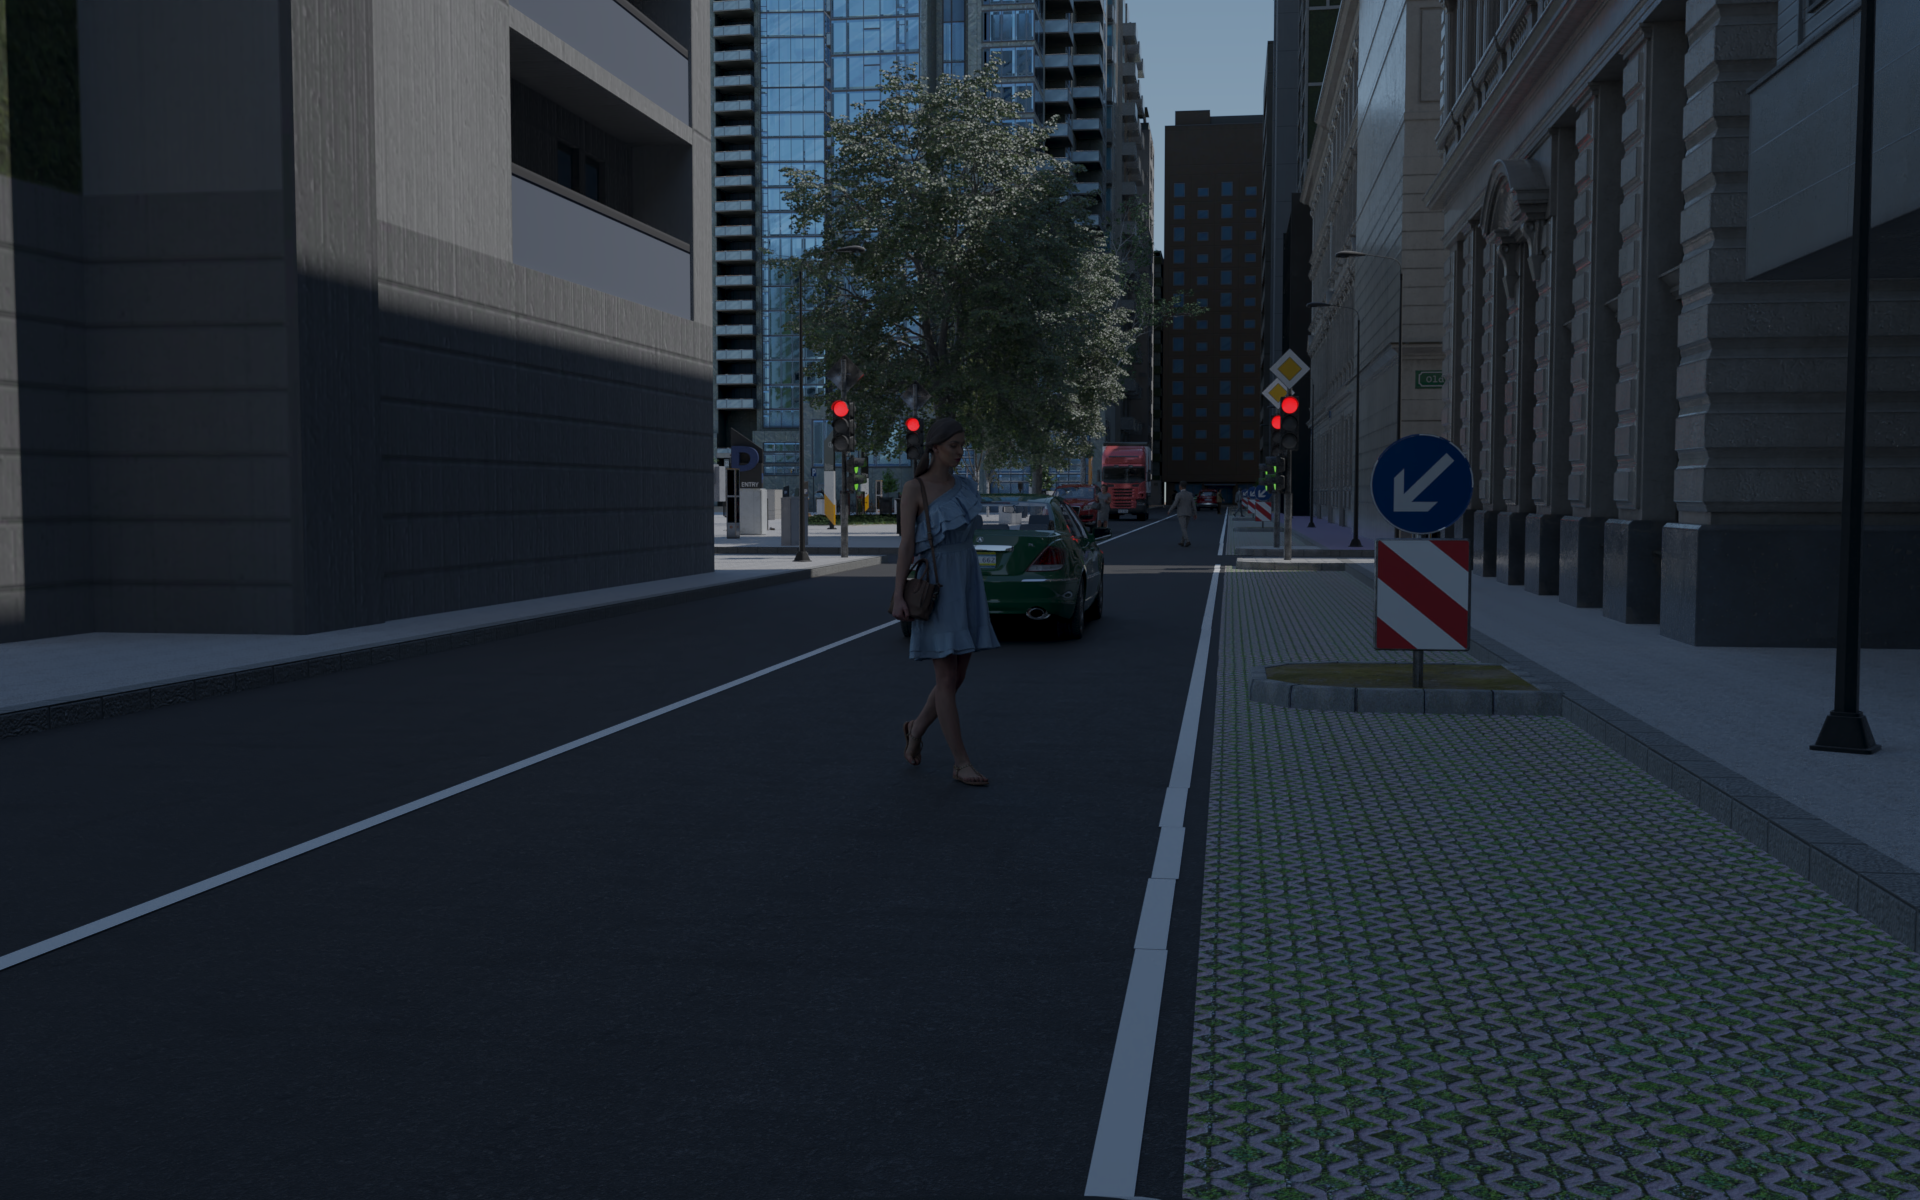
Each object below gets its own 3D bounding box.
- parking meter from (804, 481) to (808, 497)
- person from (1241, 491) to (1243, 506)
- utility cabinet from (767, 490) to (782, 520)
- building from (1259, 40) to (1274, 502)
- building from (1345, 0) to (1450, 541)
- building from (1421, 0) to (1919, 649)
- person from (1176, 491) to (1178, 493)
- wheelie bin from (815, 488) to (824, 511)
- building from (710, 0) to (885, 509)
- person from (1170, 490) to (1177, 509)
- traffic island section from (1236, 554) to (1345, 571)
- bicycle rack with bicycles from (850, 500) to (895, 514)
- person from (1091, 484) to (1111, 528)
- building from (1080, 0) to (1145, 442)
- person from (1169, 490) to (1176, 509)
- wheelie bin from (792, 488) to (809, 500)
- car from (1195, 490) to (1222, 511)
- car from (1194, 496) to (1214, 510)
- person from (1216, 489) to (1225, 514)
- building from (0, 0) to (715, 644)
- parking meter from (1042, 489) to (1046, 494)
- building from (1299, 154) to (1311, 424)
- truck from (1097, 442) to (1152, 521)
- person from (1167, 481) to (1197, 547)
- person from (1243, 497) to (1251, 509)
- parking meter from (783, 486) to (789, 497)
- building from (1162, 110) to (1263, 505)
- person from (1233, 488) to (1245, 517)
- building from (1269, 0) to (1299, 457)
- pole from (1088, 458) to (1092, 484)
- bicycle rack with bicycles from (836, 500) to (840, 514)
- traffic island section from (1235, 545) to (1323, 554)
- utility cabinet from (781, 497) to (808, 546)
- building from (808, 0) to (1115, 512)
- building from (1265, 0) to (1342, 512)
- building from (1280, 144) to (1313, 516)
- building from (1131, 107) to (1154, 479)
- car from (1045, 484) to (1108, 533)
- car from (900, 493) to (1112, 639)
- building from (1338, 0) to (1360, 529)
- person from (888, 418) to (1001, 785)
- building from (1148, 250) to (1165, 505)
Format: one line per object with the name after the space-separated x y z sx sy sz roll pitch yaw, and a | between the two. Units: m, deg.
-6.964 -4.367 77.115 0.255 1.863 0.399 3 5 42 | parking meter
26.945 -9.531 165.051 1.217 1.743 0.721 3 4 38 | person
-9.518 -4.871 88.324 0.318 1.500 1.173 2 4 28 | utility cabinet
41.849 -33.860 177.316 21.300 48.544 21.600 1 4 9 | building
32.811 -16.419 44.862 44.131 29.872 17.030 1 4 9 | building
12.330 -11.826 22.230 11.050 23.489 19.941 1 4 9 | building
21.246 -9.875 170.671 0.721 1.736 1.217 1 4 8 | person
-6.920 -4.833 86.931 0.693 1.594 0.980 0 4 3 | wheelie bin
-23.380 -53.413 185.967 31.000 86.520 22.319 1 4 9 | building
20.423 -9.512 164.037 1.348 1.821 0.705 2 4 33 | person
6.382 -0.695 33.641 2.009 0.180 2.903 1 4 9 | traffic island section
-4.985 -5.468 102.790 2.925 0.926 2.852 1 4 11 | bicycle rack with bicycles
4.857 -3.123 59.912 0.716 1.782 0.532 1 4 20 | person
5.821 -33.289 163.883 23.786 49.044 30.456 1 4 9 | building
20.737 -9.762 168.113 0.705 1.822 1.348 2 4 35 | person
-8.379 -5.091 91.151 0.980 1.594 0.693 1 4 11 | wheelie bin
21.100 -8.468 147.117 2.281 1.827 5.304 1 4 8 | car
22.110 -9.078 157.213 1.959 1.807 4.718 1 4 10 | car
18.437 -6.993 122.931 0.705 1.812 1.348 -1 4 -13 | person
-18.572 -29.511 24.511 28.212 58.520 21.231 1 4 9 | building
3.848 -4.432 80.873 0.372 1.533 0.369 0 3 0 | parking meter
23.570 -15.431 88.455 11.583 22.565 21.152 1 4 9 | building
9.208 -6.532 95.708 2.839 4.237 11.283 0 4 7 | truck
6.097 -2.349 47.176 0.678 1.792 0.850 -2 4 -25 | person
24.374 -8.549 148.285 1.348 1.824 0.705 -3 4 -39 | person
-11.989 -6.956 119.434 0.399 1.863 0.255 1 4 15 | parking meter
31.459 -33.927 204.819 14.200 45.320 14.600 1 4 9 | building
17.500 -6.108 108.474 0.850 1.850 0.679 -1 4 -10 | person
38.123 -37.335 152.431 21.231 58.520 28.212 1 4 9 | building
7.119 -6.165 94.641 0.158 3.312 0.155 0 3 0 | pole
-7.666 -5.933 110.384 2.925 0.926 2.852 2 4 30 | bicycle rack with bicycles
7.612 -1.177 41.531 2.009 0.180 2.903 1 4 9 | traffic island section
-4.149 -1.971 43.393 0.306 1.237 1.020 1 4 20 | utility cabinet
1.210 -50.137 132.416 22.319 86.520 31.000 1 4 9 | building
33.530 -42.190 128.057 20.563 71.187 20.611 1 4 9 | building
26.327 -16.942 106.683 12.332 23.373 15.834 1 4 9 | building
13.679 -30.733 186.080 14.086 41.232 14.154 1 4 9 | building
4.355 -3.428 64.717 2.281 1.827 5.304 1 4 11 | car
0.533 -0.420 18.659 2.131 1.459 4.920 1 4 9 | car
20.092 -14.136 67.276 11.583 22.565 21.152 1 4 9 | building
-0.124 -0.008 8.720 0.616 1.811 0.778 -2 4 -35 | person
17.470 -26.650 207.420 14.107 30.474 14.160 1 4 9 | building
